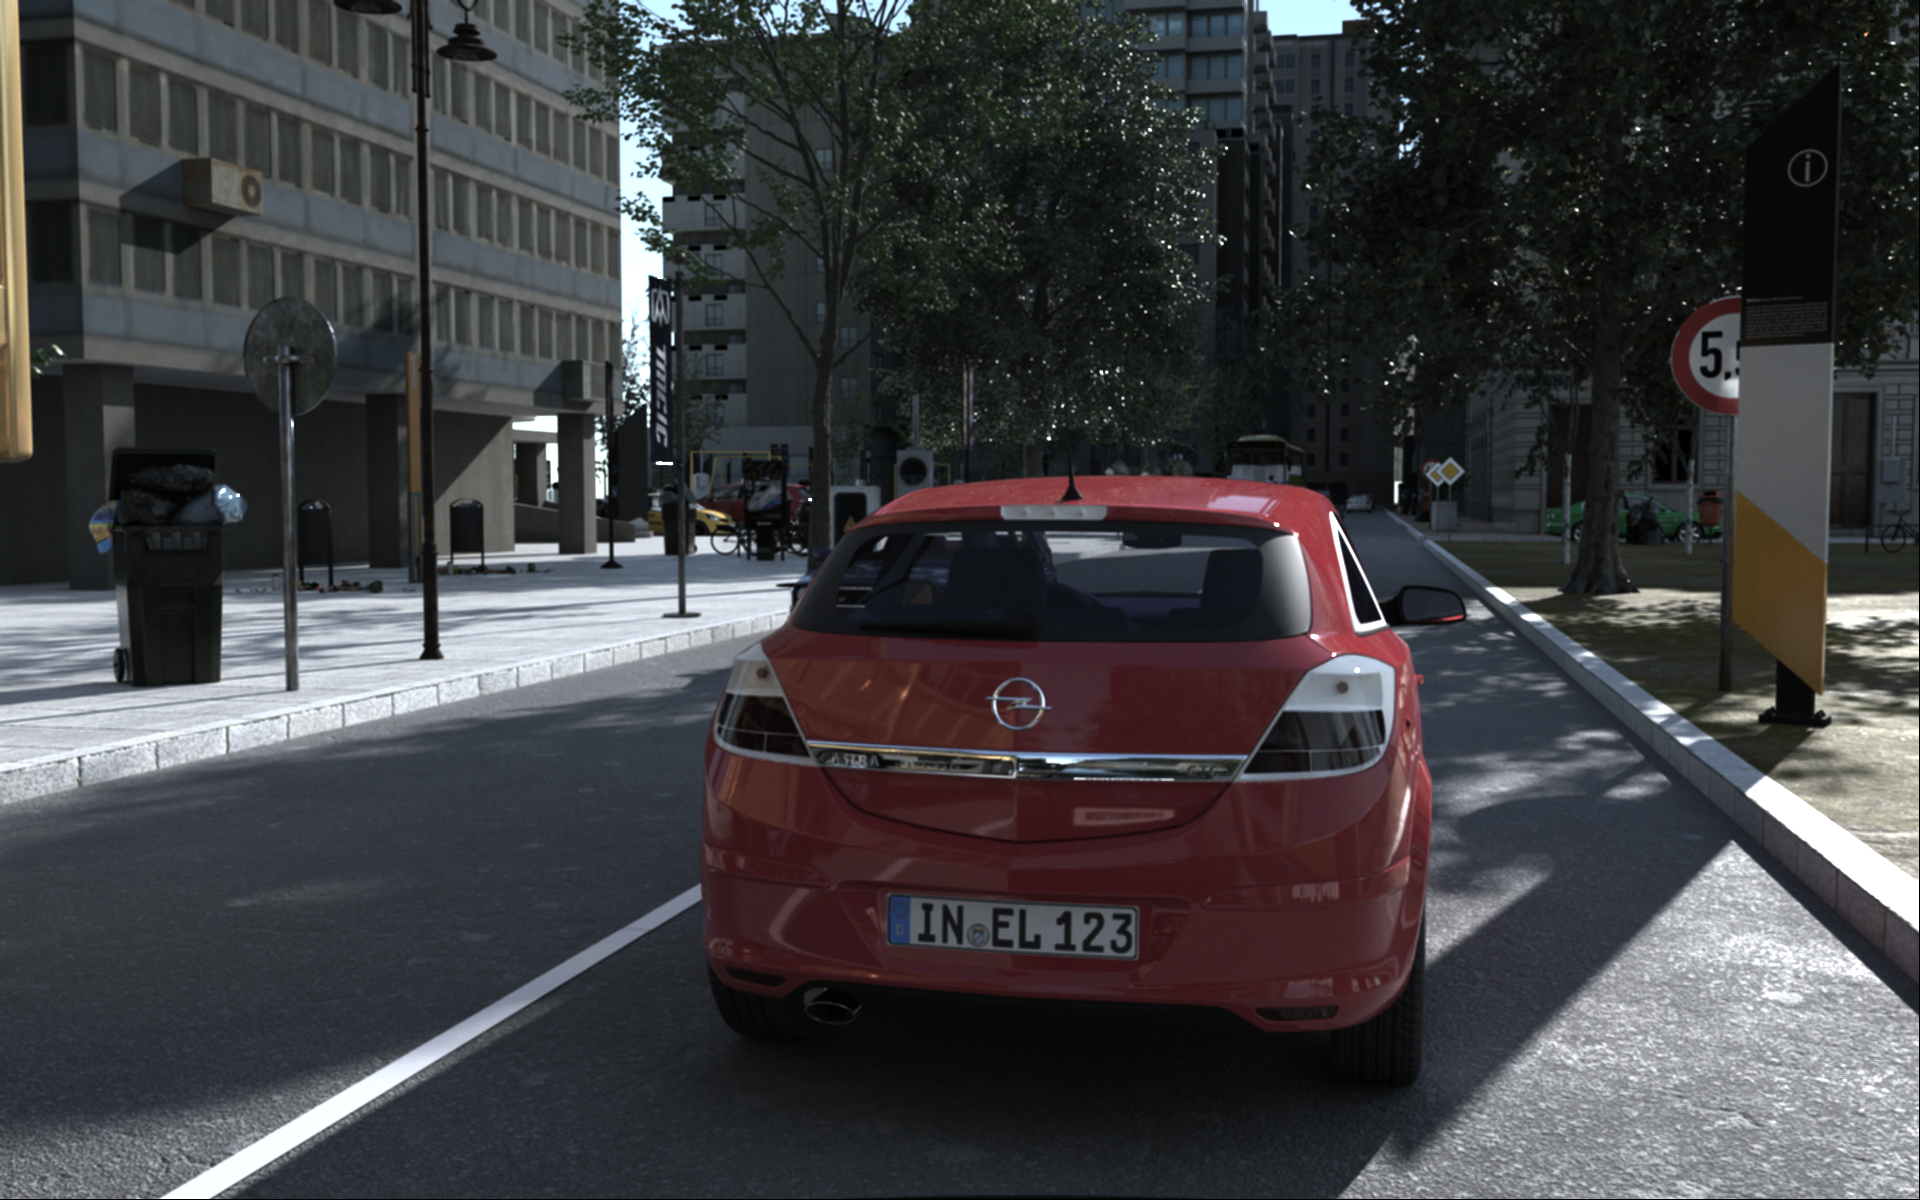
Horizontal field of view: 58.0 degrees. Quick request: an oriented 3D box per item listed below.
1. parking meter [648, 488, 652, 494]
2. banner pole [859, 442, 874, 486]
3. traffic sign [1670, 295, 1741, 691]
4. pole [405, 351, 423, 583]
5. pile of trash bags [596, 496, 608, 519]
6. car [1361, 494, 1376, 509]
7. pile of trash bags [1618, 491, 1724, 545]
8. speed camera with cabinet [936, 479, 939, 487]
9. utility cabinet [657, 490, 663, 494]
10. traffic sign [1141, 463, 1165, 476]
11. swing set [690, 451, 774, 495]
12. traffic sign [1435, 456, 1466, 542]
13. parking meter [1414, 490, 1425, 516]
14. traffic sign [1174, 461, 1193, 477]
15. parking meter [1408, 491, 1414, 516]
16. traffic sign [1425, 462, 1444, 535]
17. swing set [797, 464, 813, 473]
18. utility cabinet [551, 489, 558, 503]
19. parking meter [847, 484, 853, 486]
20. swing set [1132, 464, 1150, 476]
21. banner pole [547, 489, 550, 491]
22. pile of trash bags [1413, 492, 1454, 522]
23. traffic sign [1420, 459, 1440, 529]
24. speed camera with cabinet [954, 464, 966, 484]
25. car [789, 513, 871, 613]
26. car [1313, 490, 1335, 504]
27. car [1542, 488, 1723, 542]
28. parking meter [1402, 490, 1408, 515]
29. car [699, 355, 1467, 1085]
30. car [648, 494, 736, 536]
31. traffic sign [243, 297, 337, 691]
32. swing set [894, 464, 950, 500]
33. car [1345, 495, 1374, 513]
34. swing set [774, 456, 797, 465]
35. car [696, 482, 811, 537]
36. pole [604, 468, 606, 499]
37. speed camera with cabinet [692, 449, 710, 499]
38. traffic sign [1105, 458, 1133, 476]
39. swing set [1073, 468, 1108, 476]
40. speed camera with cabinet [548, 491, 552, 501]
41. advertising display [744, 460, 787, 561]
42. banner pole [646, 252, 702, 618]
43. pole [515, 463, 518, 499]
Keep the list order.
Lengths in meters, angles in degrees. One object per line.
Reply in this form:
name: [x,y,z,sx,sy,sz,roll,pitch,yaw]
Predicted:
parking meter: [-12.242,-3.639,67.914,0.372,1.533,0.369,0,3,0]
banner pole: [-4.281,-5.663,82.614,0.401,3.779,0.863,2,4,29]
traffic sign: [4.997,-0.680,11.229,0.768,2.556,0.104,1,4,22]
pole: [-7.841,-1.897,24.867,0.158,3.312,0.155,0,3,0]
pile of trash bags: [-17.652,-4.664,86.013,3.447,1.369,1.912,-2,4,-26]
car: [38.370,-9.300,164.064,2.014,1.417,4.499,1,4,11]
pile of trash bags: [17.714,-2.121,44.433,3.447,1.369,1.912,2,4,28]
speed camera with cabinet: [-2.359,-6.900,107.152,2.038,3.252,0.660,1,4,18]
utility cabinet: [-15.888,-5.240,94.351,1.173,1.500,0.318,-2,4,-27]
traffic sign: [6.239,-3.206,56.063,0.795,2.450,0.064,1,4,13]
swing set: [-8.490,-4.015,63.269,3.119,2.851,2.862,0,4,-5]
traffic sign: [13.075,-2.606,46.248,0.795,2.450,0.064,1,4,13]
parking meter: [25.793,-5.407,96.812,0.372,1.533,0.369,0,3,0]
traffic sign: [8.469,-4.030,65.998,0.768,2.556,0.104,1,4,21]
parking meter: [27.108,-5.809,103.385,0.372,1.533,0.369,0,3,0]
traffic sign: [14.895,-3.081,54.023,0.795,2.450,0.064,1,4,13]
swing set: [-8.611,-5.681,90.507,3.119,2.851,2.862,0,4,-6]
utility cabinet: [-17.731,-4.125,76.124,0.318,1.500,1.173,-1,4,-18]
parking meter: [-6.255,-5.657,98.200,0.399,1.863,0.255,-1,4,-14]
swing set: [9.794,-5.665,90.236,2.862,2.851,3.119,0,4,7]
banner pole: [-33.061,-9.093,138.691,0.863,3.779,0.401,0,4,5]
pile of trash bags: [21.703,-4.264,79.475,1.912,1.369,3.447,2,4,24]
traffic sign: [17.047,-3.828,62.696,0.768,2.556,0.104,1,4,19]
speed camera with cabinet: [-0.550,-7.259,113.026,2.038,3.252,0.660,2,4,33]
car: [-0.225,-0.171,15.378,1.945,1.354,3.894,1,4,13]
car: [30.309,-8.368,145.495,2.281,1.827,5.304,1,4,13]
car: [18.792,-2.426,48.454,4.718,1.807,1.959,1,4,13]
parking meter: [27.677,-6.067,107.609,0.372,1.533,0.369,0,3,0]
car: [0.609,0.197,5.825,2.155,1.783,4.494,1,4,13]
car: [-9.013,-2.702,54.400,3.980,1.641,2.015,1,4,15]
traffic sign: [-4.359,-0.681,11.233,0.768,2.556,0.104,1,4,22]
swing set: [-2.083,-5.668,90.294,3.119,2.851,2.862,0,4,-1]
car: [30.206,-7.256,130.995,2.083,1.381,4.827,1,4,14]
swing set: [-8.858,-4.527,71.644,3.119,2.851,2.862,1,4,16]
car: [-7.065,-2.910,56.250,5.304,1.827,2.281,1,4,12]
pole: [-27.585,-8.607,134.573,0.158,3.312,0.155,0,3,0]
speed camera with cabinet: [-10.911,-5.072,77.260,2.038,3.252,0.660,-2,4,-26]
traffic sign: [4.418,-2.731,48.288,0.795,2.450,0.064,1,4,13]
swing set: [8.227,-6.400,102.265,3.119,2.851,2.862,0,4,5]
speed camera with cabinet: [-20.788,-5.718,87.820,2.038,3.252,0.660,1,4,19]
advertising display: [-3.756,-1.725,33.413,0.974,1.923,0.123,2,4,33]
banner pole: [-2.986,-1.700,17.809,0.401,3.779,0.863,1,4,20]
pole: [-25.663,-6.510,100.276,0.158,3.312,0.155,0,3,0]
